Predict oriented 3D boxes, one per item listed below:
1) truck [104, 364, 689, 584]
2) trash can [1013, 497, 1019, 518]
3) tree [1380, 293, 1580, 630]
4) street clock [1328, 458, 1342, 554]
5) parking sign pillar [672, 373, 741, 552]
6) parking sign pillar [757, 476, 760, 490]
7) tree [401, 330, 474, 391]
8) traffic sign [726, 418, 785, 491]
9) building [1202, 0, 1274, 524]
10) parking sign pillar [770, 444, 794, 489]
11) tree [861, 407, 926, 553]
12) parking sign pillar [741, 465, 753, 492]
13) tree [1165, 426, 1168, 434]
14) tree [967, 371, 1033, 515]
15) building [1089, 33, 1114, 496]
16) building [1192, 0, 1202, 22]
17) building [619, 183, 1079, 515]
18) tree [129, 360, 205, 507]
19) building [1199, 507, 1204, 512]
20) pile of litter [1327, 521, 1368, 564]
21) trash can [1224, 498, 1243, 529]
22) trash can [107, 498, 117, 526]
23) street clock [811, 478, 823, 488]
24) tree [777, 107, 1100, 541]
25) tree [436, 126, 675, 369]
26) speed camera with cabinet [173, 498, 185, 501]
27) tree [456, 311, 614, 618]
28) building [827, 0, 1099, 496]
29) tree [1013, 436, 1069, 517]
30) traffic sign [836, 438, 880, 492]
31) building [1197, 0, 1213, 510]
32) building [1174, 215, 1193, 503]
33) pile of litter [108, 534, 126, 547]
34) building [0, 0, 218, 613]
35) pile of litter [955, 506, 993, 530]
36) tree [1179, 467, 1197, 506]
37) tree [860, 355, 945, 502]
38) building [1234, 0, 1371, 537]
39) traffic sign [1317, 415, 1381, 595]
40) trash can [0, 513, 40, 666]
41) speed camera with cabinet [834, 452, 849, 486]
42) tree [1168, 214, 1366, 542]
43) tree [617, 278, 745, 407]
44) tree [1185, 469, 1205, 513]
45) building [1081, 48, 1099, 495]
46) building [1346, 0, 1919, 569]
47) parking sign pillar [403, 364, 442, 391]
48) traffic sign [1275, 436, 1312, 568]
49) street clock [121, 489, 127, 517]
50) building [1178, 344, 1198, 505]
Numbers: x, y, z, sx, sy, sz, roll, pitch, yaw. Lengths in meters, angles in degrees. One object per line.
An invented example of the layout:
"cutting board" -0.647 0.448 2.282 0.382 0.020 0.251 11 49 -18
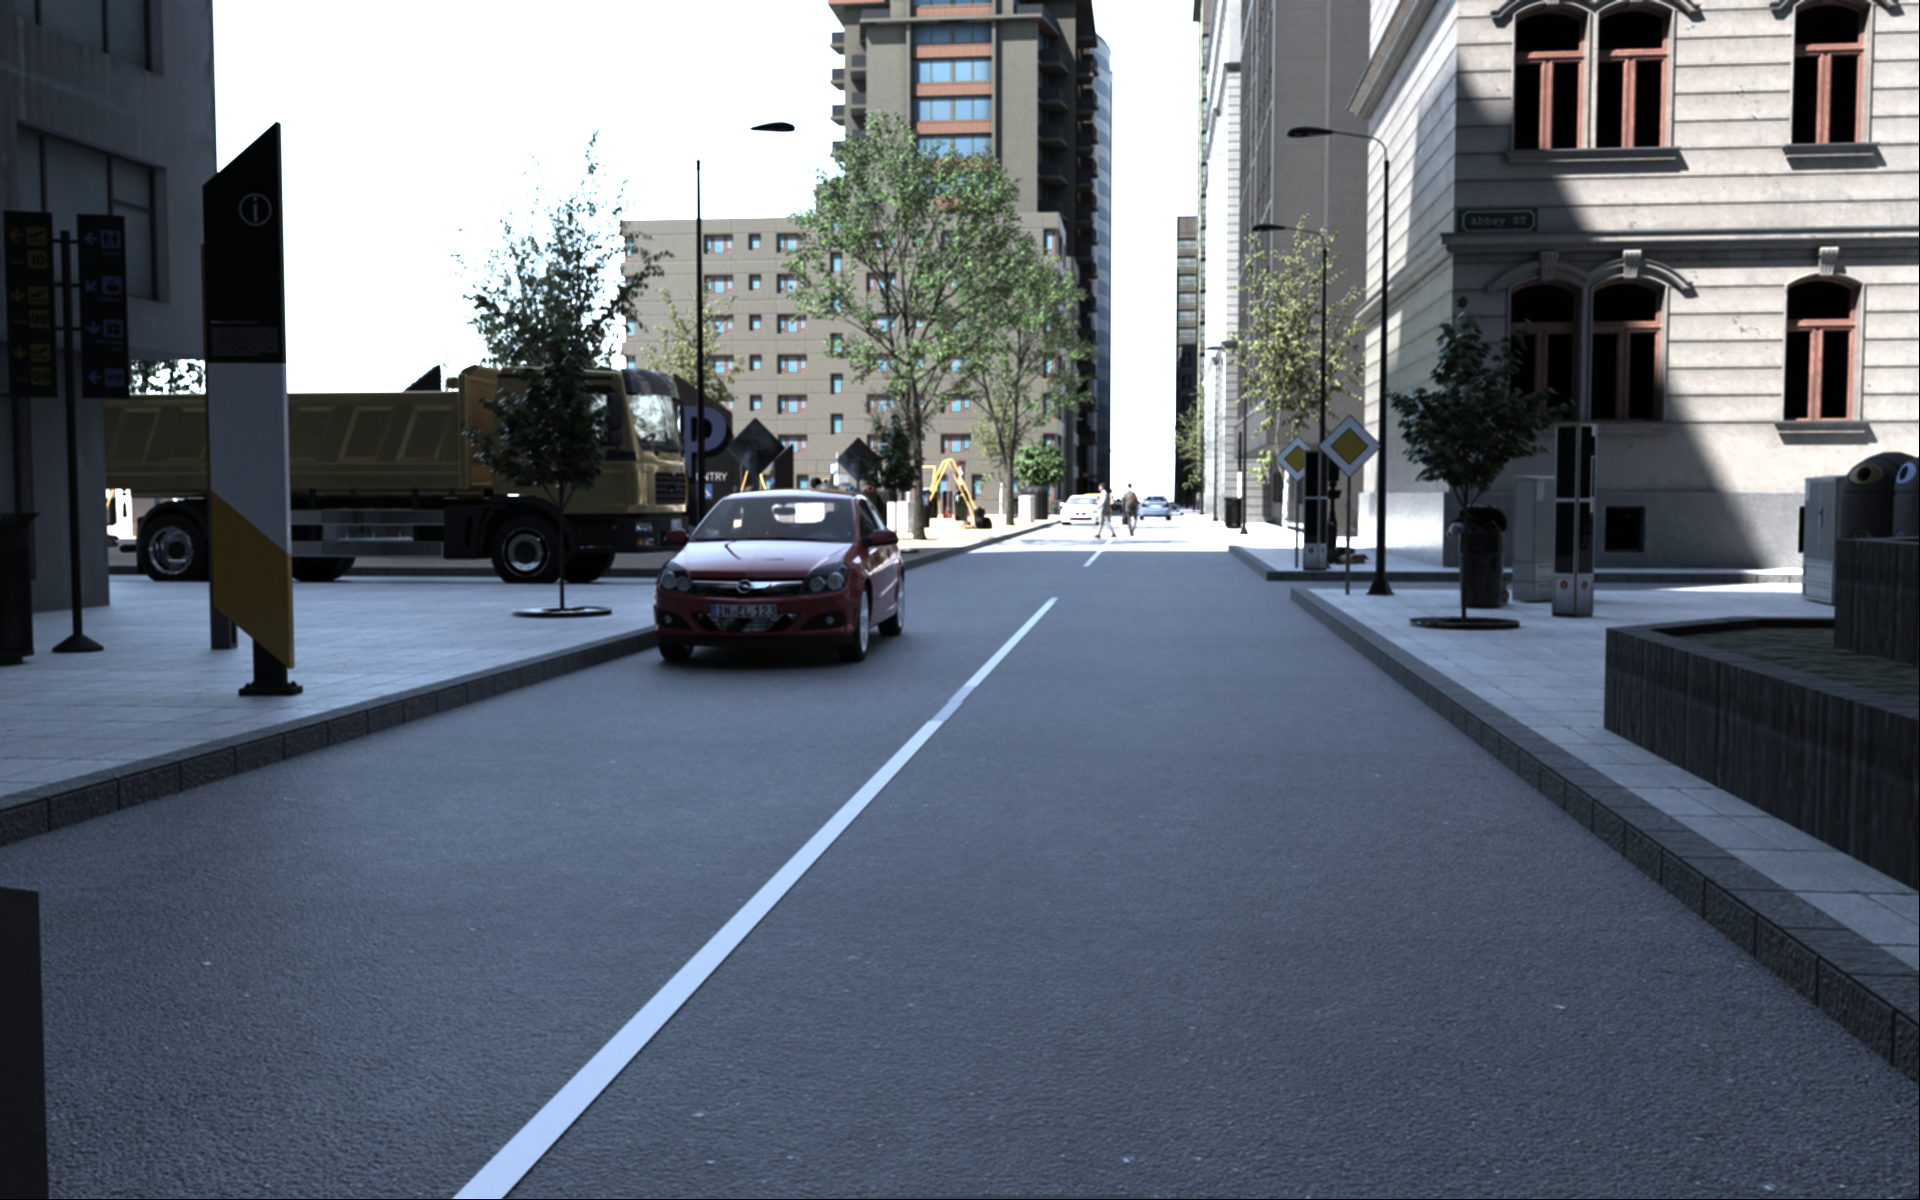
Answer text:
"truck" -8.426 -1.922 27.352 9.791 3.379 3.469 0 4 8
"trash can" 2.856 -4.917 92.049 0.748 1.137 0.748 0 3 0
"tree" 4.843 -1.363 16.893 1.663 3.219 1.824 0 3 0
"street clock" 7.373 -1.817 34.284 0.358 2.002 0.471 1 4 10
"parking sign pillar" -5.710 -3.064 38.572 1.447 3.967 1.447 -1 4 -11
"parking sign pillar" -12.068 -6.723 98.395 1.447 3.967 1.447 -1 4 -17
"tree" -23.597 -7.815 78.139 4.737 8.622 4.395 0 3 0
"traffic sign" -2.704 -1.179 22.911 0.795 2.450 0.064 0 4 6
"building" 18.491 -19.036 88.738 11.434 29.767 29.804 0 4 6
"parking sign pillar" -9.509 -6.357 92.410 1.447 3.967 1.447 3 5 44
"tree" -1.332 -2.665 38.178 1.663 3.219 1.824 0 3 0
"parking sign pillar" -11.951 -6.312 91.668 1.447 3.967 1.447 -1 4 -20
"tree" 15.711 -9.887 112.017 4.737 8.622 4.395 0 3 0
"tree" 2.451 -9.398 104.019 4.737 8.622 4.395 0 3 0
"building" 8.227 -41.324 217.639 21.231 58.520 28.212 0 4 6
"building" 36.558 -35.163 164.152 28.713 52.752 27.495 0 4 6
"building" -6.080 -16.952 122.208 27.650 21.520 28.899 0 4 6
"tree" -24.502 -6.010 48.634 4.360 8.622 3.978 0 3 0
"building" 28.190 -42.078 126.222 20.563 71.187 20.611 0 4 6
"pile of litter" 7.073 -1.126 32.369 1.176 0.858 1.719 2 4 32
"trash can" 10.051 -3.182 63.672 0.748 1.137 0.748 0 3 0
"trash can" -34.661 -3.595 70.435 0.748 1.137 0.748 0 3 0
"street clock" -6.435 -4.454 77.390 0.358 2.002 0.471 3 4 38
"tree" -1.318 -7.470 47.896 9.928 11.665 9.643 0 3 0
"tree" -7.808 -5.116 34.009 4.360 8.622 3.978 0 3 0
"speed camera with cabinet" -29.863 -4.463 67.302 2.038 3.252 0.660 1 4 21
"tree" -4.238 -1.463 18.526 1.663 3.219 1.824 0 3 0
"building" 0.661 -30.332 150.547 22.147 44.769 28.867 0 4 6
"tree" 4.499 -6.941 97.201 4.285 4.588 4.351 0 3 0
"traffic sign" -1.811 -1.664 30.846 0.795 2.450 0.064 0 4 6
"building" 26.991 -28.202 144.695 14.154 41.232 14.086 0 4 6
"building" 38.739 -34.943 254.916 14.154 41.232 14.086 0 4 6
"pile of litter" -21.082 -1.737 42.361 1.176 0.858 1.719 1 4 20
"building" -16.100 -20.345 16.239 14.086 41.232 14.154 0 4 6
"pile of litter" 0.493 -3.016 63.284 1.719 0.858 1.176 -2 4 -33
"tree" 25.903 -12.841 193.670 4.285 4.588 4.351 0 3 0
"tree" -2.898 -8.491 89.194 4.360 8.622 3.978 0 3 0
"building" 17.588 -16.414 61.871 14.314 27.812 24.014 0 4 6
"traffic sign" 4.939 -1.125 22.033 0.795 2.450 0.064 0 4 6
"trash can" -7.336 -0.085 13.046 0.748 1.137 0.748 0 3 0
"speed camera with cabinet" -5.373 -5.319 81.298 0.660 3.252 2.038 -1 4 -19
"tree" 8.941 -5.889 46.647 4.737 8.622 4.395 0 3 0
"tree" -9.358 -6.674 59.488 4.737 8.622 4.395 0 3 0
"tree" 16.034 -7.487 117.021 1.663 3.219 1.824 0 3 0
"building" 6.014 -31.906 171.777 14.600 45.320 14.200 0 4 6
"building" 20.204 -15.107 34.394 23.554 28.519 14.401 0 4 6
"parking sign pillar" -11.295 -2.883 35.607 1.447 3.967 1.447 2 4 35
"traffic sign" 5.833 -1.610 29.968 0.795 2.450 0.064 0 4 6
"street clock" -46.185 -5.575 95.720 0.471 2.002 0.358 -3 5 -41
"building" 40.935 -22.465 212.340 27.650 21.520 28.899 0 4 6
